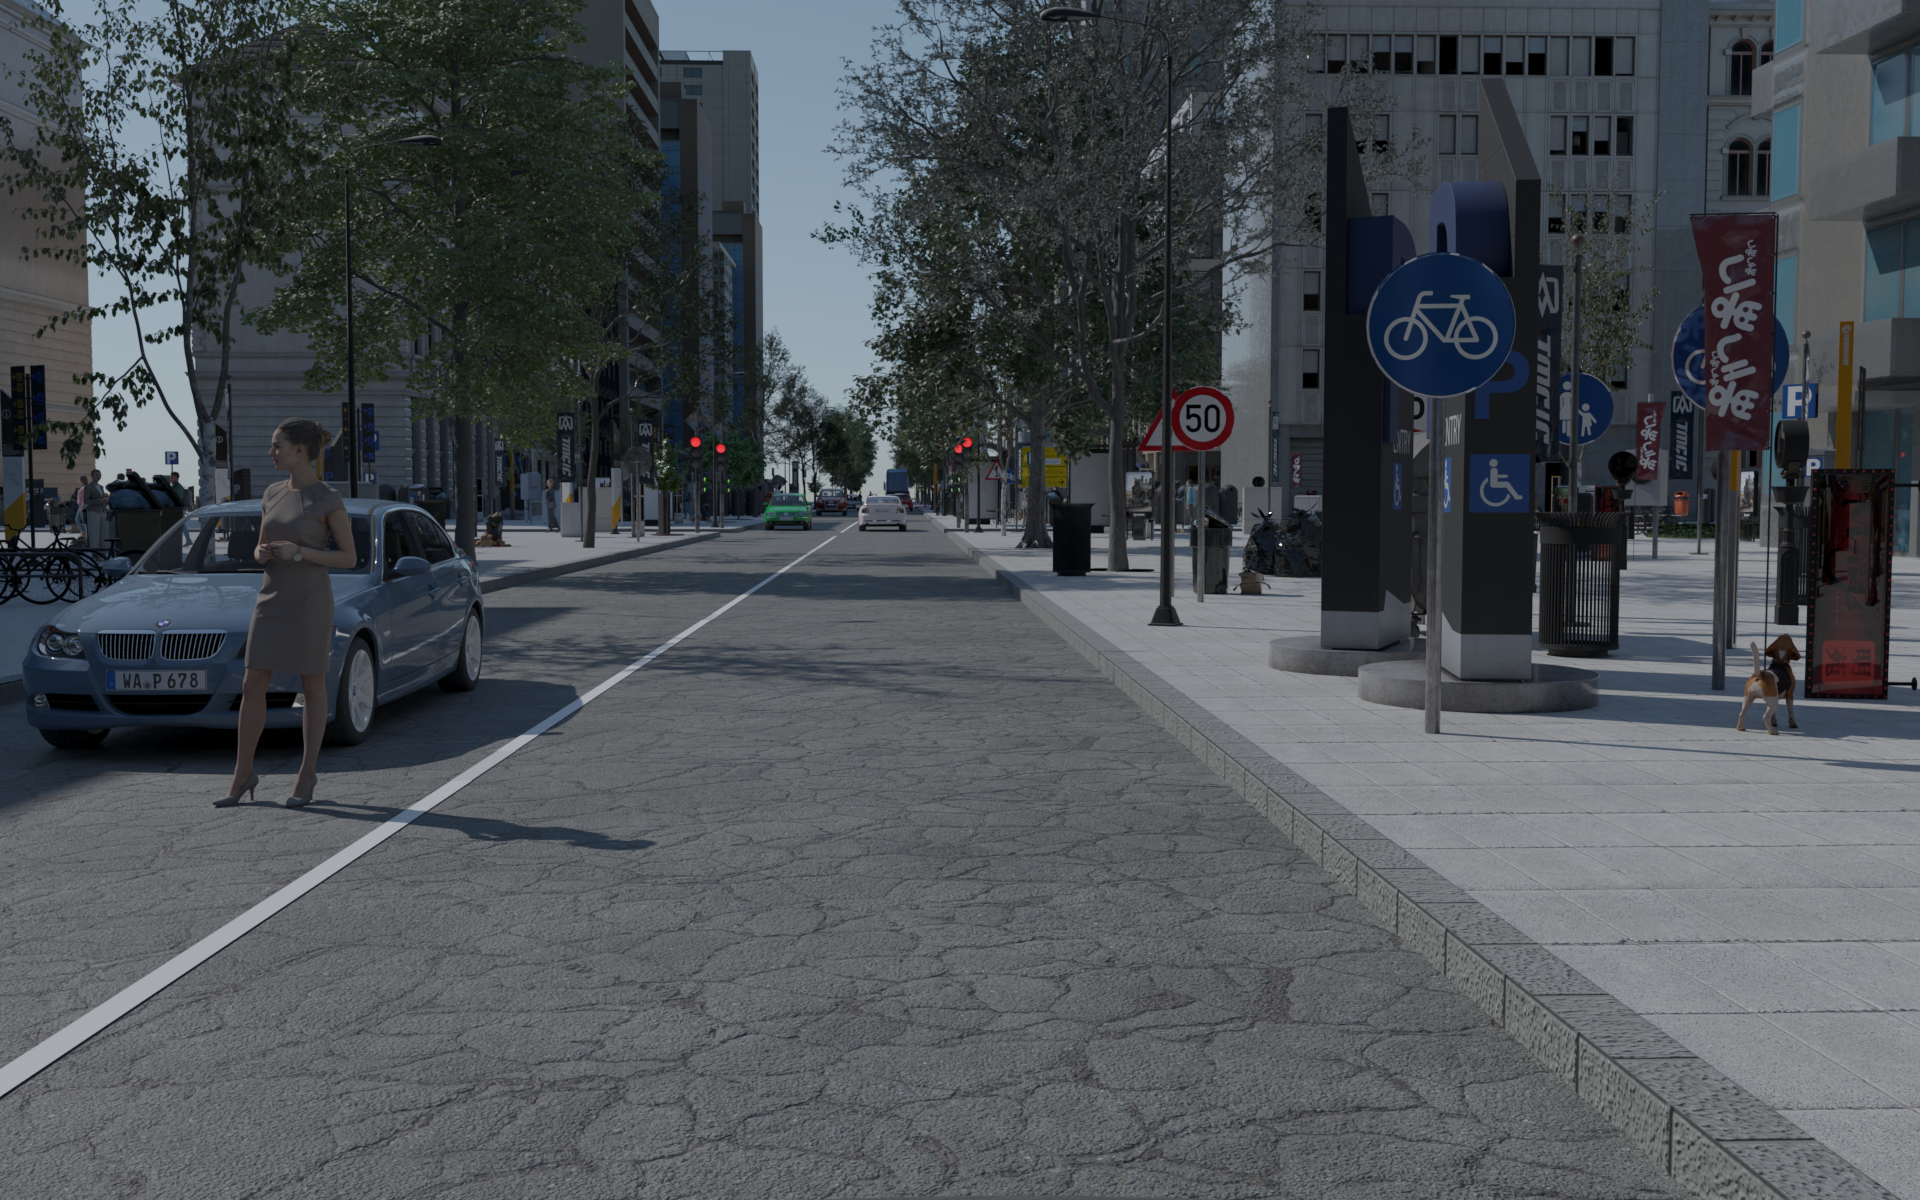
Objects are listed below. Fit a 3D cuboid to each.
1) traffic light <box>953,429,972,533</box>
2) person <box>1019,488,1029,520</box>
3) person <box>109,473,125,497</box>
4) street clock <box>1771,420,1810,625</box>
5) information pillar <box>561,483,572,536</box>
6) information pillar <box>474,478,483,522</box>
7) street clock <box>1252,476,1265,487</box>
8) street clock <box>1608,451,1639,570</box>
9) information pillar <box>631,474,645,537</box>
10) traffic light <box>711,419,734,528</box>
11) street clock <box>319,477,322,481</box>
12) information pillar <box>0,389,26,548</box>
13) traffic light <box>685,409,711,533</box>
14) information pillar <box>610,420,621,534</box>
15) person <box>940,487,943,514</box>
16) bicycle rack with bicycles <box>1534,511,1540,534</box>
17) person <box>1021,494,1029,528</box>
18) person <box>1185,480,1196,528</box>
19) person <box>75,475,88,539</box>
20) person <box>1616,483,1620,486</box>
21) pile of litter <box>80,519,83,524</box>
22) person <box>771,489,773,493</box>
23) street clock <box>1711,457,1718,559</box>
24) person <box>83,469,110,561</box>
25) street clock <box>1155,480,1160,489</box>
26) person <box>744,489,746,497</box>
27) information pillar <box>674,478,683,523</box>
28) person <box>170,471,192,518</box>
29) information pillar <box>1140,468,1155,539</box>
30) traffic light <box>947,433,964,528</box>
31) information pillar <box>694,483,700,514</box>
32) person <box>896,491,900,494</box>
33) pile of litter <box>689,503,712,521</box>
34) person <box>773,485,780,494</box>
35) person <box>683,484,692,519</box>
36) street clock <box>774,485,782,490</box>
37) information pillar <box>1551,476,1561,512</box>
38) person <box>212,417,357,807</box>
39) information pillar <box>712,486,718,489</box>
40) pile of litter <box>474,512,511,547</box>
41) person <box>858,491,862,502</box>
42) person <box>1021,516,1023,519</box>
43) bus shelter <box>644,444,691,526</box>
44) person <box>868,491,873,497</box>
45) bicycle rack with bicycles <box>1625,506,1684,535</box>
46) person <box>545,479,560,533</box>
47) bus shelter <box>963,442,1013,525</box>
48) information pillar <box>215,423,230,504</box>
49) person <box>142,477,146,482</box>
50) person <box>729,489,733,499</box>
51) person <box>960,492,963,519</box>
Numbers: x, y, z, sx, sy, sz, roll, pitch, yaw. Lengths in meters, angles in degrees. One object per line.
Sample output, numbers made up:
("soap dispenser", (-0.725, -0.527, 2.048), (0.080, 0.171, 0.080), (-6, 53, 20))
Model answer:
("traffic light", (0.204, -4.188, 57.402), (0.839, 4.253, 0.868), (0, 4, -2))
("person", (3.083, -4.705, 83.363), (0.834, 1.777, 0.661), (0, 4, 8))
("person", (-21.698, -2.367, 44.731), (0.794, 1.824, 0.713), (-1, 4, -14))
("street clock", (8.115, -0.757, 16.949), (0.358, 2.002, 0.471), (1, 4, 14))
("information pillar", (-11.866, -3.725, 52.265), (0.183, 3.616, 0.504), (-3, 5, -40))
("information pillar", (-22.081, -4.587, 79.495), (0.304, 2.012, 0.304), (-2, 4, -30))
("street clock", (12.155, -4.036, 70.553), (0.471, 2.002, 0.358), (3, 4, 36))
("street clock", (11.190, -1.510, 29.267), (0.471, 2.002, 0.358), (2, 4, 25))
("information pillar", (-9.681, -2.908, 52.044), (0.304, 2.012, 0.304), (1, 4, 15))
("traffic light", (-8.928, -4.657, 65.060), (0.839, 4.253, 0.868), (0, 4, -2))
("street clock", (-26.703, -4.169, 72.737), (0.471, 2.002, 0.358), (1, 4, 14))
("information pillar", (-21.087, -2.888, 38.568), (0.504, 3.616, 0.183), (0, 4, 7))
("traffic light", (-8.651, -4.169, 57.079), (0.839, 4.253, 0.868), (0, 4, -2))
("information pillar", (-10.974, -3.906, 55.217), (0.183, 3.616, 0.504), (1, 4, 15))
("person", (-1.170, -6.485, 112.415), (0.623, 1.781, 0.721), (2, 4, 34))
("bicycle rack with bicycles", (17.789, -2.552, 55.113), (2.852, 0.926, 2.925), (-2, 4, -33))
("person", (2.530, -3.372, 65.450), (0.475, 1.303, 0.640), (1, 4, 23))
("person", (8.816, -3.647, 65.687), (0.620, 1.820, 0.660), (1, 4, 21))
("person", (-25.096, -2.659, 49.521), (0.388, 1.821, 0.555), (-3, 4, -39))
("person", (18.161, -2.536, 47.842), (0.374, 1.781, 0.599), (1, 4, 10))
("pile of litter", (-37.869, -3.737, 75.073), (1.719, 0.858, 1.176), (2, 4, 33))
("person", (-16.468, -8.886, 151.860), (0.617, 1.759, 0.750), (-2, 4, -33))
("street clock", (14.710, -1.763, 33.391), (0.471, 2.002, 0.358), (-2, 4, -29))
("person", (-16.423, -1.616, 33.018), (0.362, 1.759, 0.519), (1, 4, 15))
("street clock", (10.019, -5.112, 88.148), (0.358, 2.002, 0.471), (1, 4, 12))
("person", (-23.407, -11.183, 188.866), (0.705, 1.826, 1.348), (-2, 4, -33))
("information pillar", (-12.297, -4.351, 75.630), (0.304, 2.012, 0.304), (-2, 4, -33))
("person", (-18.844, -2.180, 41.679), (0.713, 1.824, 0.794), (-1, 4, -15))
("information pillar", (5.372, -2.765, 49.697), (0.304, 2.012, 0.304), (-3, 5, -43))
("traffic light", (-0.073, -4.677, 65.382), (0.839, 4.253, 0.868), (0, 4, -2))
("information pillar", (-17.012, -7.342, 111.395), (0.504, 3.616, 0.183), (0, 4, -3))
("person", (-5.687, -9.352, 162.189), (0.721, 1.735, 1.217), (0, 4, 7))
("pile of litter", (-12.432, -4.219, 82.946), (1.176, 0.858, 1.719), (0, 4, 0))
("person", (-11.046, -6.049, 104.818), (0.818, 1.842, 0.514), (2, 4, 24))
("person", (-14.004, -5.019, 88.452), (0.721, 1.781, 0.623), (-2, 4, -26))
("street clock", (-12.287, -6.872, 116.928), (0.471, 2.002, 0.358), (0, 4, 2))
("information pillar", (24.588, -4.095, 71.451), (0.304, 2.012, 0.304), (2, 4, 32))
("person", (-3.104, 0.054, 7.954), (0.599, 1.781, 0.374), (1, 4, 14))
("information pillar", (-16.014, -6.644, 113.114), (0.304, 2.012, 0.304), (-3, 5, -44))
("pile of litter", (-11.591, -1.733, 42.303), (1.176, 0.858, 1.719), (-1, 4, -21))
("person", (-8.849, -8.826, 153.724), (0.530, 1.710, 0.541), (-1, 4, -21))
("person", (3.419, -4.901, 90.453), (0.640, 1.303, 0.475), (0, 4, -1))
("bus shelter", (-12.344, -4.772, 71.948), (2.014, 3.302, 5.546), (0, 4, -2))
("person", (-9.162, -10.185, 175.737), (0.721, 1.735, 1.217), (-3, 4, -38))
("bicycle rack with bicycles", (21.720, -2.553, 55.125), (2.852, 0.926, 2.925), (-2, 4, -27))
("person", (-13.567, -3.131, 57.654), (0.534, 1.772, 0.576), (-2, 4, -29))
("bus shelter", (0.972, -4.671, 70.289), (2.014, 3.302, 5.546), (0, 4, -2))
("information pillar", (-24.079, -3.989, 56.581), (0.504, 3.616, 0.183), (-2, 4, -25))
("person", (-25.698, -2.959, 54.521), (0.635, 1.810, 0.391), (0, 4, 7))
("person", (-15.451, -6.785, 117.559), (0.593, 1.750, 0.643), (1, 4, 8))
("person", (0.208, -5.068, 89.086), (0.473, 1.802, 0.592), (-2, 4, -35))
